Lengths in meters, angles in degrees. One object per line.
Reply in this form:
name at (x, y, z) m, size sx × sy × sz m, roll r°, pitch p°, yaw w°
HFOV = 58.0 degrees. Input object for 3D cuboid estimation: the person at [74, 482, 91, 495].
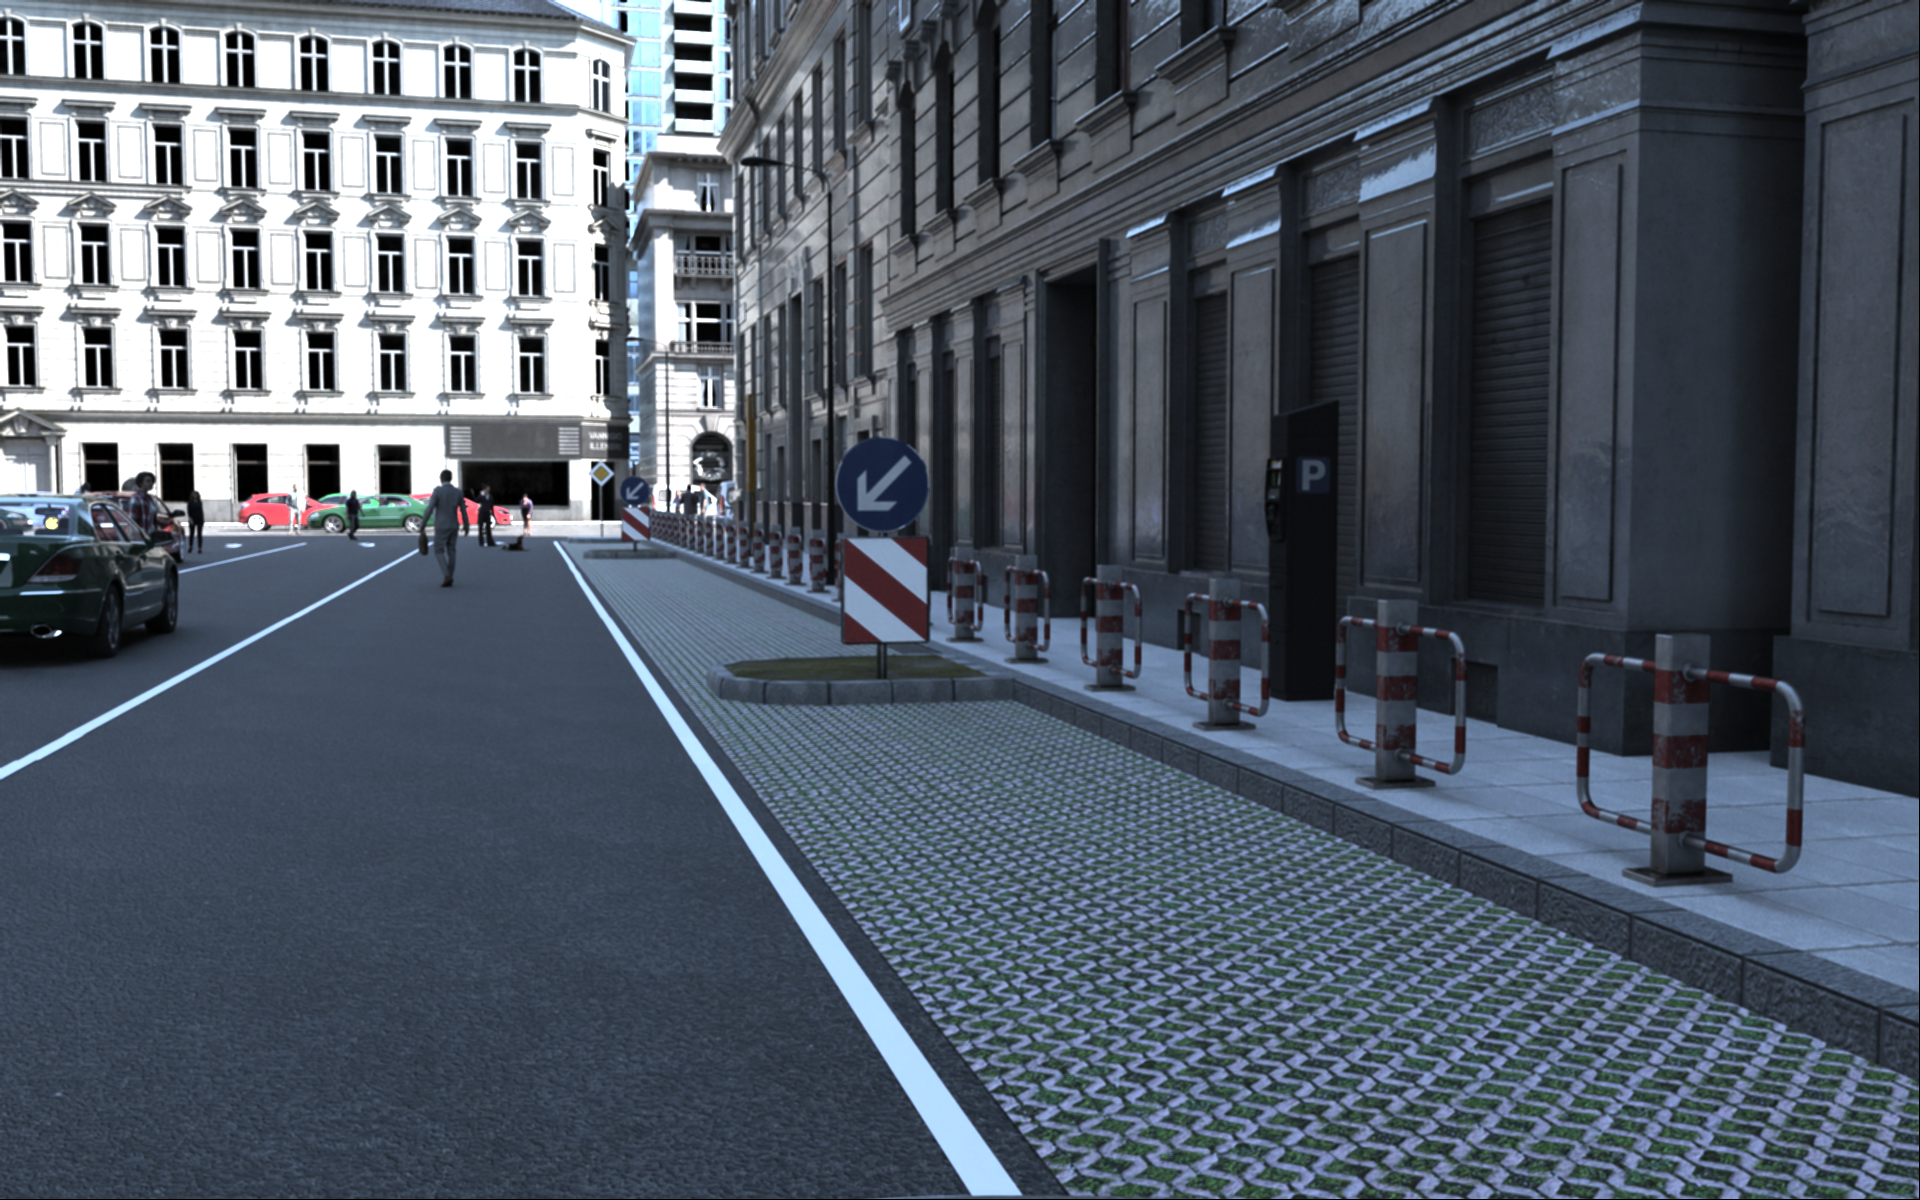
person at (-26.929, -2.711, 53.095) m, size 0.793 × 1.790 × 0.793 m, roll 2°, pitch 4°, yaw 28°

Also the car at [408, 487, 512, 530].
car at (-20.165, -3.664, 68.941) m, size 4.494 × 1.783 × 2.155 m, roll -1°, pitch 4°, yaw -15°

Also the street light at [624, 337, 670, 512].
street light at (-9.232, -4.826, 51.440) m, size 1.470 × 5.913 × 1.316 m, roll -1°, pitch 4°, yaw -14°

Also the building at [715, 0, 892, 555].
building at (1.887, -14.772, 38.787) m, size 12.463 × 27.353 × 25.104 m, roll -1°, pitch 4°, yaw -14°

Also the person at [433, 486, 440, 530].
person at (-16.524, -2.776, 54.886) m, size 0.522 × 1.701 × 0.512 m, roll 0°, pitch 4°, yaw 2°

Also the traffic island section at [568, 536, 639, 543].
traffic island section at (-10.601, -1.781, 51.397) m, size 2.009 × 0.180 × 2.903 m, roll -1°, pitch 4°, yaw -14°

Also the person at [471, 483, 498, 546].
person at (-13.042, -2.331, 47.416) m, size 0.445 × 1.727 × 0.742 m, roll 1°, pitch 4°, yaw 18°

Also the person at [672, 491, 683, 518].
person at (-11.899, -3.834, 73.244) m, size 0.516 × 1.574 × 0.319 m, roll 1°, pitch 4°, yaw 19°

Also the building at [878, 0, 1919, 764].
building at (5.593, -10.302, 17.590) m, size 9.793 × 20.994 × 18.267 m, roll -1°, pitch 4°, yaw -14°

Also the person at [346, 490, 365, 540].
person at (-18.773, -2.628, 53.676) m, size 0.569 × 1.553 × 0.471 m, roll -2°, pitch 4°, yaw -31°

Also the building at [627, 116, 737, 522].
building at (-4.271, -15.060, 88.024) m, size 24.055 × 21.916 × 13.314 m, roll -1°, pitch 4°, yaw -14°

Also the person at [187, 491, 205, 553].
person at (-18.591, -1.896, 42.047) m, size 0.613 × 1.512 × 0.480 m, roll 2°, pitch 4°, yaw 27°

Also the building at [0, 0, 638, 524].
building at (-37.878, -18.668, 81.633) m, size 44.131 × 29.872 × 17.030 m, roll -1°, pitch 4°, yaw -14°

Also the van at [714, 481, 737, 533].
van at (-5.984, -3.050, 56.876) m, size 4.112 × 2.044 × 2.013 m, roll -1°, pitch 4°, yaw -13°

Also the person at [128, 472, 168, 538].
person at (-10.604, -0.797, 22.369) m, size 0.643 × 1.720 × 0.563 m, roll 0°, pitch 4°, yaw -7°

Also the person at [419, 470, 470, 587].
person at (-8.020, -1.122, 26.962) m, size 0.709 × 1.813 × 0.853 m, roll -3°, pitch 5°, yaw -44°

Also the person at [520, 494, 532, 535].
person at (-14.990, -2.944, 59.874) m, size 0.421 × 1.427 × 0.697 m, roll 0°, pitch 4°, yaw -7°

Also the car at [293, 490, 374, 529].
car at (-25.765, -3.843, 71.636) m, size 4.718 × 1.807 × 1.959 m, roll -1°, pitch 4°, yaw -15°

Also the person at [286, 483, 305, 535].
person at (-23.561, -3.230, 61.408) m, size 0.635 × 1.810 × 0.391 m, roll -2°, pitch 4°, yaw -31°

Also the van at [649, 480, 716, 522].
van at (-11.520, -4.199, 75.662) m, size 4.112 × 2.044 × 2.013 m, roll -1°, pitch 4°, yaw -14°

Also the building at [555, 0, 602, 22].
building at (-66.056, -56.686, 239.490) m, size 31.000 × 86.520 × 22.319 m, roll -1°, pitch 4°, yaw -14°

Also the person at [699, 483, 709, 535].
person at (-9.052, -3.201, 60.965) m, size 0.434 × 1.807 × 0.598 m, roll 0°, pitch 4°, yaw 2°

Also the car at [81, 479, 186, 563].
car at (-16.741, -1.567, 34.662) m, size 2.155 × 1.783 × 4.494 m, roll -1°, pitch 4°, yaw -16°

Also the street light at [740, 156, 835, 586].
street light at (-2.340, -3.155, 24.133) m, size 1.470 × 5.913 × 1.316 m, roll -1°, pitch 4°, yaw -14°

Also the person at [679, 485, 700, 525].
person at (-8.464, -2.750, 54.288) m, size 0.655 × 1.722 × 0.431 m, roll 1°, pitch 4°, yaw 16°

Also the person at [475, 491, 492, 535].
person at (-16.646, -3.051, 60.592) m, size 0.569 × 1.553 × 0.471 m, roll -3°, pitch 5°, yaw -42°

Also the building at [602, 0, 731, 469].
building at (-24.584, -51.934, 161.799) m, size 22.319 × 86.520 × 31.000 m, roll -1°, pitch 4°, yaw -14°

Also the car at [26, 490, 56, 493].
car at (-36.637, -3.552, 67.659) m, size 3.694 × 1.707 × 1.945 m, roll -1°, pitch 4°, yaw -13°

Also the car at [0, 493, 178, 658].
car at (-8.656, -0.276, 16.304) m, size 2.131 × 1.459 × 4.920 m, roll -1°, pitch 4°, yaw -15°

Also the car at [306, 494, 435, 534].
car at (-21.584, -3.198, 64.090) m, size 4.920 × 1.459 × 2.131 m, roll -1°, pitch 4°, yaw -13°

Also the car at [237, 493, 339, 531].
car at (-26.031, -3.618, 68.198) m, size 4.494 × 1.783 × 2.155 m, roll -1°, pitch 4°, yaw -14°
